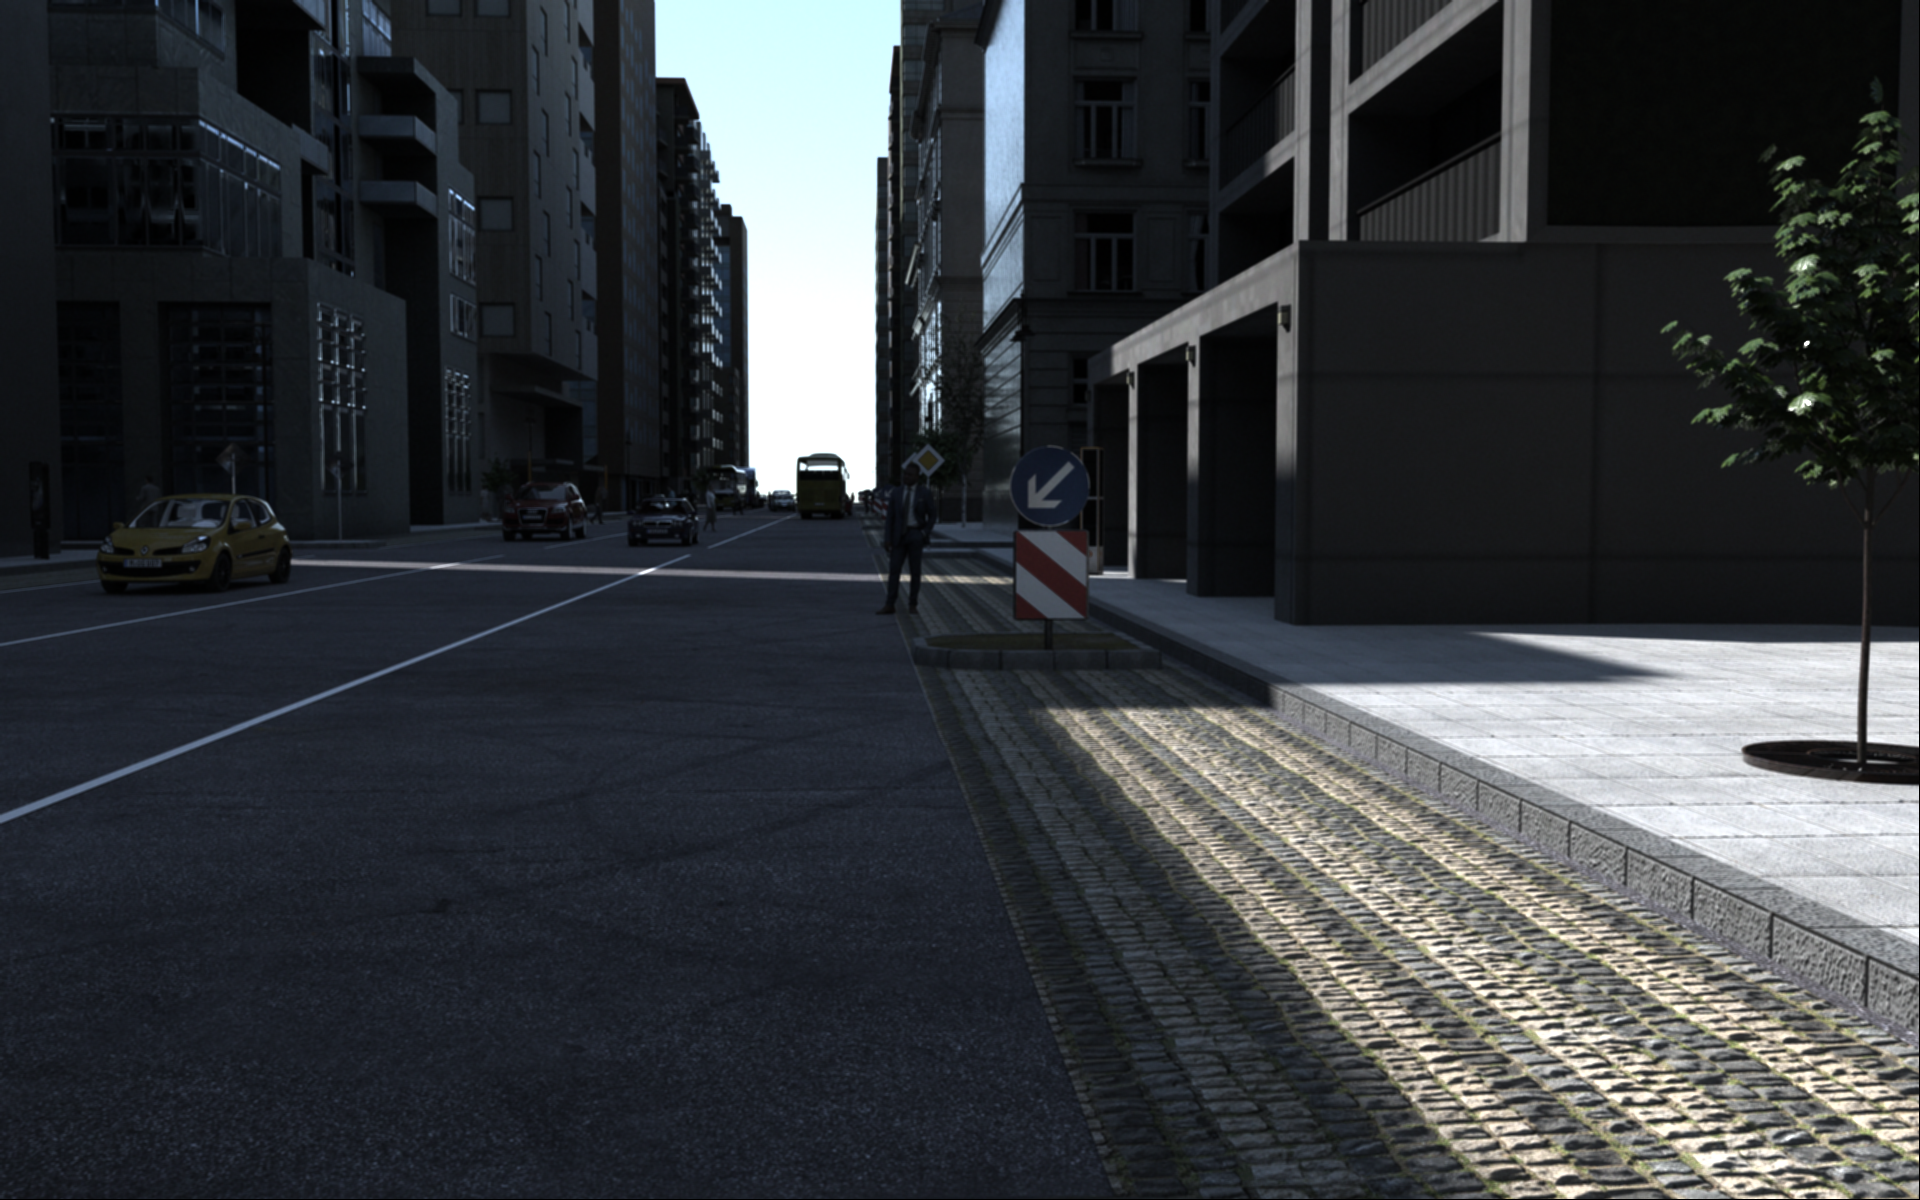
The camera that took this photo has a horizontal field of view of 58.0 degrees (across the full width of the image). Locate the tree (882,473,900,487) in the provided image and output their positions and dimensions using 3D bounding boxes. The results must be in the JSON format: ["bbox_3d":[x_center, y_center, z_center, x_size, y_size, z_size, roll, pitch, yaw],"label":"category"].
[{"bbox_3d":[-6.089,-9.713,153.410,1.663,3.219,1.824,0,3,0],"label":"tree"}]

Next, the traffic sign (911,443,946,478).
[{"bbox_3d":[-0.704,-2.284,39.533,0.795,2.593,0.064,0,4,-4],"label":"traffic sign"}]

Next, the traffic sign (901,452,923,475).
[{"bbox_3d":[-1.214,-2.771,47.502,0.795,2.593,0.064,0,4,-4],"label":"traffic sign"}]

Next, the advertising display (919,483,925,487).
[{"bbox_3d":[-1.739,-4.511,78.968,0.123,1.923,0.974,0,4,7],"label":"advertising display"}]

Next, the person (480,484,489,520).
[{"bbox_3d":[-23.348,-4.787,84.872,0.524,1.755,0.480,2,4,35],"label":"person"}]

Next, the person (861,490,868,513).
[{"bbox_3d":[-7.107,-7.299,128.371,0.750,1.759,0.617,1,4,17],"label":"person"}]

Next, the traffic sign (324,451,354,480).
[{"bbox_3d":[-16.678,-2.712,46.535,0.795,2.593,0.064,0,4,-4],"label":"traffic sign"}]

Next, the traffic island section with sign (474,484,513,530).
[{"bbox_3d":[-18.147,-3.689,68.945,1.989,1.847,2.006,0,4,-4],"label":"traffic island section with sign"}]

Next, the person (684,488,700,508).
[{"bbox_3d":[-20.527,-7.577,132.020,1.348,1.869,0.705,-1,4,-13],"label":"person"}]

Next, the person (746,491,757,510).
[{"bbox_3d":[-19.186,-9.150,158.777,1.217,1.739,0.721,-1,4,-22],"label":"person"}]

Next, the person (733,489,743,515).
[{"bbox_3d":[-15.315,-6.782,119.791,0.834,1.777,0.661,1,4,20],"label":"person"}]

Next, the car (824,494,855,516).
[{"bbox_3d":[-8.133,-6.529,115.786,2.155,1.783,4.494,0,4,-2],"label":"car"}]

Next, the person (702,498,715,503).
[{"bbox_3d":[-19.421,-7.464,133.797,1.065,1.426,0.557,-1,4,-12],"label":"person"}]

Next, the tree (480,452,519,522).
[{"bbox_3d":[-21.274,-5.191,79.473,1.663,3.219,1.824,0,3,0],"label":"tree"}]

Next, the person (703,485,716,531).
[{"bbox_3d":[-9.620,-3.534,66.513,0.641,1.798,0.478,3,5,42],"label":"person"}]

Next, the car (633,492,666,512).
[{"bbox_3d":[-17.192,-5.323,96.823,2.009,1.686,4.222,0,4,-5],"label":"car"}]

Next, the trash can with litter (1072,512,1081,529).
[{"bbox_3d":[2.556,-1.548,36.359,1.678,1.210,2.233,0,4,0],"label":"trash can with litter"}]

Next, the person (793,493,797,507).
[{"bbox_3d":[-18.287,-11.425,195.433,1.348,1.807,0.705,1,4,17],"label":"person"}]

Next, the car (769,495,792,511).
[{"bbox_3d":[-15.306,-8.323,148.084,2.014,1.417,4.499,0,4,-4],"label":"car"}]

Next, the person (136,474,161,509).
[{"bbox_3d":[-21.459,-2.416,45.738,0.583,1.804,0.606,2,4,26],"label":"person"}]

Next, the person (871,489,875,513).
[{"bbox_3d":[-6.534,-7.518,131.428,0.705,1.822,1.348,-1,4,-23],"label":"person"}]

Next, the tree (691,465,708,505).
[{"bbox_3d":[-29.064,-13.103,197.947,4.285,4.588,4.351,0,3,0],"label":"tree"}]

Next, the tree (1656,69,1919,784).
[{"bbox_3d":[4.111,-0.824,8.069,1.663,3.219,1.824,0,3,0],"label":"tree"}]

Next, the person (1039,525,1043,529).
[{"bbox_3d":[1.851,-2.059,42.582,0.534,1.772,0.576,-1,4,-16],"label":"person"}]

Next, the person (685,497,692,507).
[{"bbox_3d":[-12.305,-3.996,78.112,0.475,1.303,0.640,1,4,12],"label":"person"}]

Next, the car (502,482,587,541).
[{"bbox_3d":[-13.013,-2.801,54.465,2.281,1.827,5.304,0,4,-4],"label":"car"}]

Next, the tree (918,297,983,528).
[{"bbox_3d":[0.369,-7.068,65.926,4.360,8.622,3.978,0,3,0],"label":"tree"}]

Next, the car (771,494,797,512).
[{"bbox_3d":[-14.314,-7.910,141.121,2.131,1.459,4.920,0,4,-5],"label":"car"}]

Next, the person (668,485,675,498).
[{"bbox_3d":[-12.112,-3.964,73.323,0.620,1.820,0.660,-1,4,-15],"label":"person"}]

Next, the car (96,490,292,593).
[{"bbox_3d":[-11.616,-0.988,26.379,2.015,1.641,3.980,0,4,-2],"label":"car"}]

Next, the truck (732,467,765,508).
[{"bbox_3d":[-21.946,-11.606,179.514,2.967,4.110,18.799,0,4,-3],"label":"truck"}]

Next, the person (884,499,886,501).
[{"bbox_3d":[-8.833,-11.986,204.485,0.705,1.821,1.348,-1,4,-14],"label":"person"}]

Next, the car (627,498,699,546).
[{"bbox_3d":[-8.348,-2.218,48.838,1.945,1.354,3.894,0,4,-4],"label":"car"}]

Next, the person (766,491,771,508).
[{"bbox_3d":[-19.185,-10.051,173.535,0.721,1.736,1.217,-2,4,-30],"label":"person"}]

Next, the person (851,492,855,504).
[{"bbox_3d":[-14.860,-14.129,240.064,0.434,1.755,0.990,-2,4,-35],"label":"person"}]

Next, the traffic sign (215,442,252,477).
[{"bbox_3d":[-16.168,-2.225,38.567,0.795,2.593,0.064,0,4,-4],"label":"traffic sign"}]

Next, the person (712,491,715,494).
[{"bbox_3d":[-20.336,-8.163,142.897,0.436,1.711,0.756,0,4,6],"label":"person"}]

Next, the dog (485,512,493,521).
[{"bbox_3d":[-22.619,-4.011,83.313,0.550,0.427,0.748,2,4,32],"label":"dog"}]

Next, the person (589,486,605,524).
[{"bbox_3d":[-17.266,-4.533,82.523,0.836,1.842,0.656,-3,4,-37],"label":"person"}]

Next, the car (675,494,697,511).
[{"bbox_3d":[-22.651,-8.107,142.336,2.009,1.686,4.222,0,4,-3],"label":"car"}]

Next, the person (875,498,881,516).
[{"bbox_3d":[-5.202,-6.343,112.094,0.818,1.842,0.514,-1,4,-14],"label":"person"}]

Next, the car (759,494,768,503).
[{"bbox_3d":[-30.715,-15.839,268.758,2.009,1.686,4.222,0,4,-4],"label":"car"}]

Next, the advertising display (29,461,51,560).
[{"bbox_3d":[-18.147,-1.771,34.172,0.123,1.923,0.974,-3,5,-42],"label":"advertising display"}]

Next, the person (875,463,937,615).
[{"bbox_3d":[-0.636,-0.735,20.706,0.721,1.800,0.419,0,4,4],"label":"person"}]

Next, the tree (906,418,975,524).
[{"bbox_3d":[-0.898,-5.592,75.146,4.285,4.588,4.351,0,3,0],"label":"tree"}]

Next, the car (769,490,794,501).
[{"bbox_3d":[-16.010,-8.978,155.467,2.281,1.827,5.304,0,4,-4],"label":"car"}]
